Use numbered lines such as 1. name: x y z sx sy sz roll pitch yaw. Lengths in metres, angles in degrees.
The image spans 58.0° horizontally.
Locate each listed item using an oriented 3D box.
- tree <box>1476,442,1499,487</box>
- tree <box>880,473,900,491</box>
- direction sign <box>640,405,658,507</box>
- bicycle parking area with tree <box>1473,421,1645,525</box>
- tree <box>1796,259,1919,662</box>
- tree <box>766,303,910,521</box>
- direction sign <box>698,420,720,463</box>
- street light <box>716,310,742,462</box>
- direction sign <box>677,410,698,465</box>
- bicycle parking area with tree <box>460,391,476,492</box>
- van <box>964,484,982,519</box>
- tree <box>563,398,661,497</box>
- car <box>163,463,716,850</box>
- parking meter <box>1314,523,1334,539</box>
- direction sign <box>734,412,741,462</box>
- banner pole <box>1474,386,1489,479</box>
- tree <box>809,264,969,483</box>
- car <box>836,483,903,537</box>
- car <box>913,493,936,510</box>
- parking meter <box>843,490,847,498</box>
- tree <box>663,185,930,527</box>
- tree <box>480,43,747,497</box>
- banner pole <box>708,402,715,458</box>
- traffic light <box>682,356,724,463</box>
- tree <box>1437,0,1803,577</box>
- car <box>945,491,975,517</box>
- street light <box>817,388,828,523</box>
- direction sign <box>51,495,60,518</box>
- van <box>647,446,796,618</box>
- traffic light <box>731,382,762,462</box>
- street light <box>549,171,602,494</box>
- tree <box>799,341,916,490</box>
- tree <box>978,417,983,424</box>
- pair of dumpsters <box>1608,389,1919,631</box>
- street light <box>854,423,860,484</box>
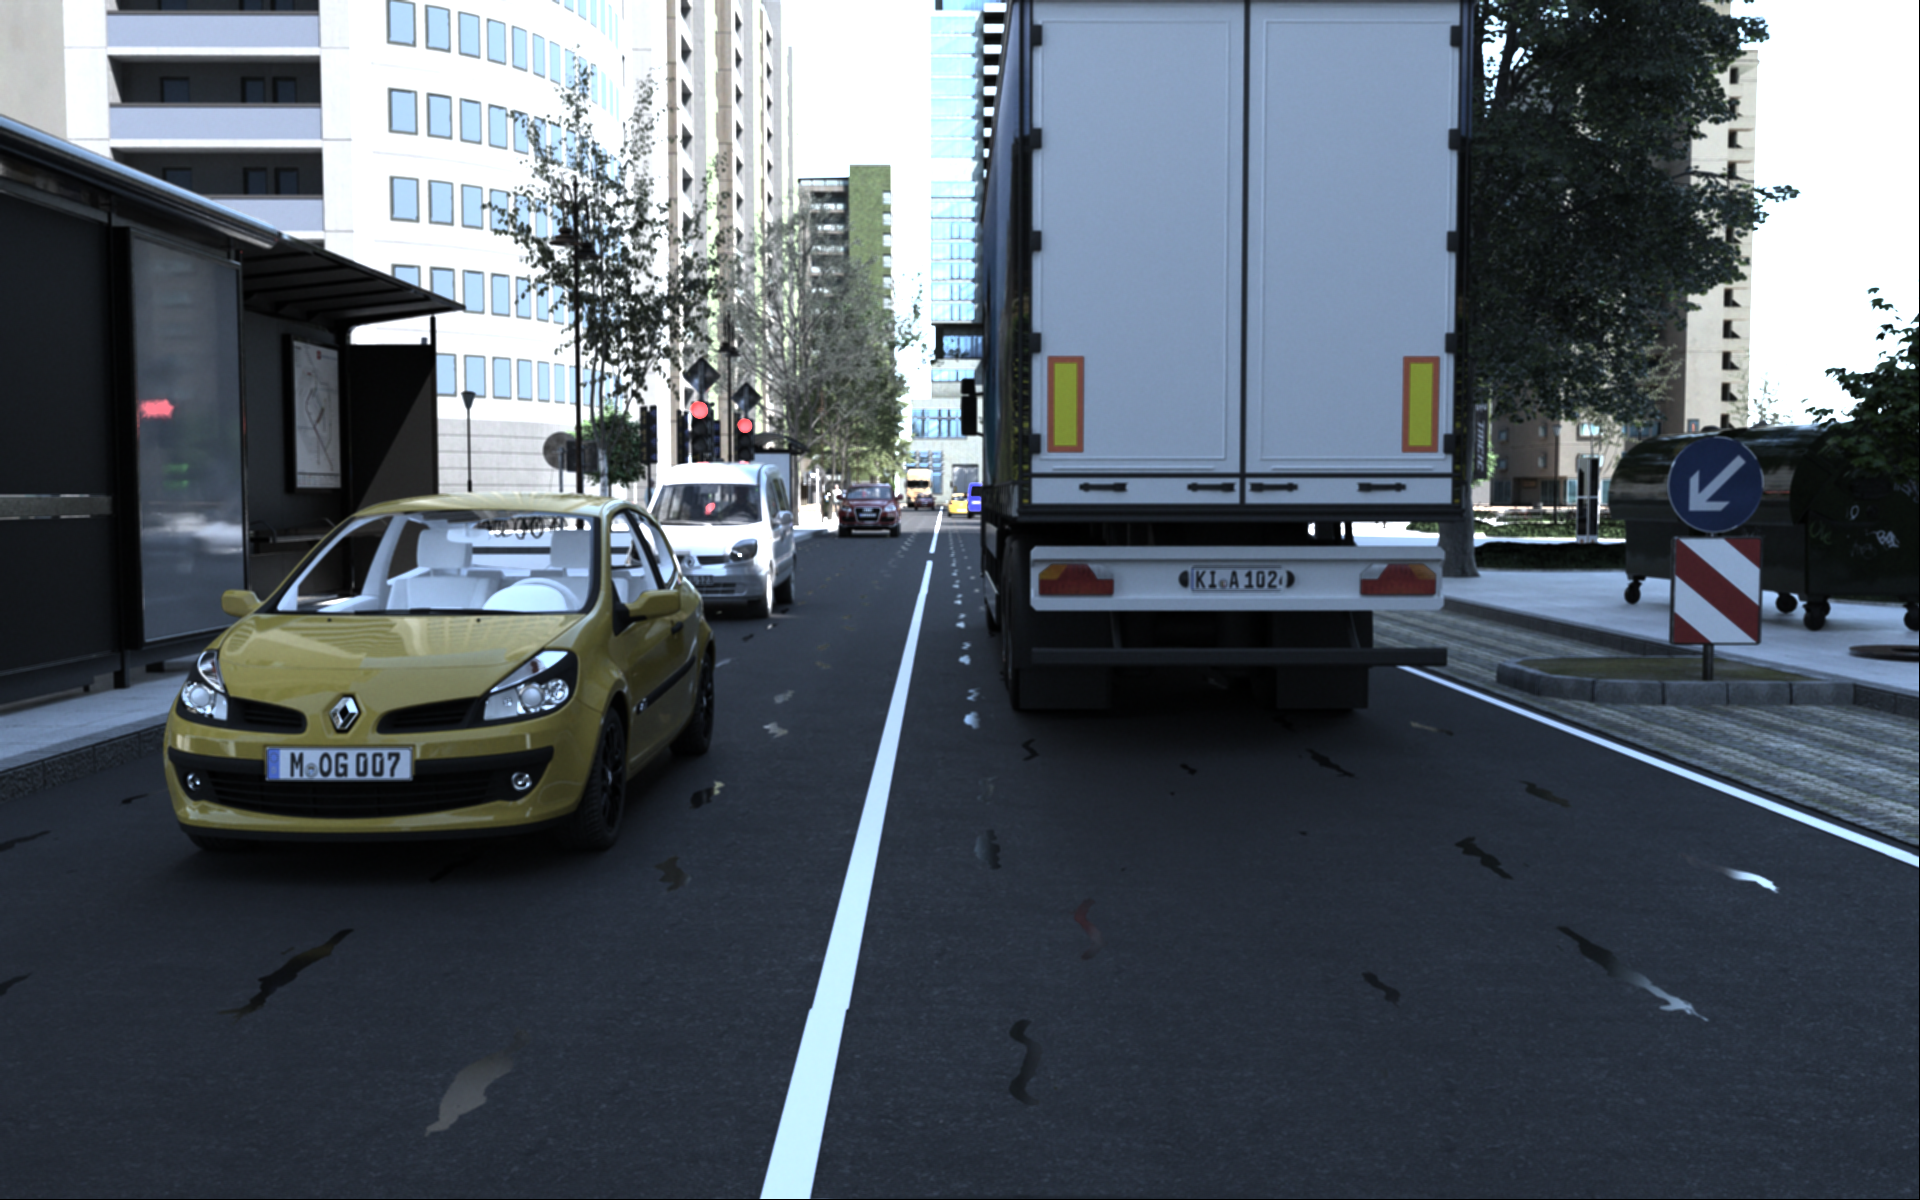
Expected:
1. tree: 24.783 -6.215 85.324 4.285 4.588 4.351 0 3 0
2. tree: -7.218 -11.171 177.253 1.663 3.219 1.824 0 3 0
3. direction sign: -7.994 -3.215 44.557 0.379 3.537 0.876 -3 4 -38
4. bicycle parking area with tree: 25.385 -5.049 69.558 9.016 4.147 8.231 0 4 -4
5. tree: 7.620 -1.166 13.672 1.663 3.219 1.824 0 3 0
6. tree: -5.958 -9.108 83.333 7.601 10.594 8.767 0 4 8
7. direction sign: -7.767 -3.731 53.003 0.876 3.537 0.379 0 4 -6
8. street light: -5.800 -4.333 43.635 0.468 5.910 1.993 0 4 0
9. direction sign: -7.500 -3.360 46.933 0.379 3.537 0.876 1 4 10
10. bicycle parking area with tree: -16.290 -3.802 49.160 8.231 4.147 9.016 2 4 31
11. van: 1.367 -5.987 102.279 2.240 2.365 5.245 0 4 0
12. tree: -11.670 -4.552 58.134 4.285 4.588 4.351 0 3 0
13. car: -2.234 0.124 8.189 2.015 1.641 3.980 0 4 0
14. parking meter: 7.546 -1.850 35.956 0.399 1.863 0.255 0 4 -6
15. direction sign: -6.195 -3.441 48.250 0.379 3.537 0.876 0 4 3
16. banner pole: 10.662 -2.800 35.790 0.401 3.779 0.863 -1 4 -17
17. tree: -5.381 -17.447 141.143 12.611 20.169 13.585 0 3 0
18. car: -3.073 -3.101 59.380 2.281 1.827 5.304 0 4 -1
19. car: -3.218 -9.100 157.826 2.155 1.783 4.494 0 4 0
20. parking meter: -7.386 -6.252 110.631 0.372 1.533 0.369 0 3 0
21. tree: -6.379 -9.654 68.207 12.009 13.543 11.850 0 3 0
22. tree: -5.842 -4.834 29.400 4.360 8.622 3.978 0 3 0
23. banner pole: -6.728 -3.478 46.879 0.401 3.779 0.863 0 4 4
24. traffic light: -5.258 -2.843 35.411 0.839 4.253 0.868 0 4 0
25. tree: 7.784 -7.340 26.662 9.857 13.997 8.962 0 3 0
26. car: 0.068 -6.081 109.651 2.015 1.641 3.980 0 4 -1
27. street light: -6.014 -6.290 75.621 0.468 5.910 1.993 0 4 0
28. direction sign: -7.481 -1.363 14.287 0.379 3.537 0.876 1 4 18
29. van: -3.013 -0.880 21.401 2.013 2.044 4.112 0 4 0
30. traffic light: -5.327 -3.332 43.395 0.839 4.253 0.868 0 4 0
31. street light: -5.572 -3.209 25.262 0.468 5.910 1.993 0 4 0
32. tree: -7.920 -12.237 118.193 7.486 12.596 7.792 0 3 0
33. tree: 6.808 -15.219 155.480 9.857 13.997 8.962 0 3 0
34. pair of dumpsters: 8.407 -0.959 18.177 1.574 2.255 4.437 0 4 0
35. street light: -6.373 -8.260 107.840 0.468 5.910 1.993 0 4 0
